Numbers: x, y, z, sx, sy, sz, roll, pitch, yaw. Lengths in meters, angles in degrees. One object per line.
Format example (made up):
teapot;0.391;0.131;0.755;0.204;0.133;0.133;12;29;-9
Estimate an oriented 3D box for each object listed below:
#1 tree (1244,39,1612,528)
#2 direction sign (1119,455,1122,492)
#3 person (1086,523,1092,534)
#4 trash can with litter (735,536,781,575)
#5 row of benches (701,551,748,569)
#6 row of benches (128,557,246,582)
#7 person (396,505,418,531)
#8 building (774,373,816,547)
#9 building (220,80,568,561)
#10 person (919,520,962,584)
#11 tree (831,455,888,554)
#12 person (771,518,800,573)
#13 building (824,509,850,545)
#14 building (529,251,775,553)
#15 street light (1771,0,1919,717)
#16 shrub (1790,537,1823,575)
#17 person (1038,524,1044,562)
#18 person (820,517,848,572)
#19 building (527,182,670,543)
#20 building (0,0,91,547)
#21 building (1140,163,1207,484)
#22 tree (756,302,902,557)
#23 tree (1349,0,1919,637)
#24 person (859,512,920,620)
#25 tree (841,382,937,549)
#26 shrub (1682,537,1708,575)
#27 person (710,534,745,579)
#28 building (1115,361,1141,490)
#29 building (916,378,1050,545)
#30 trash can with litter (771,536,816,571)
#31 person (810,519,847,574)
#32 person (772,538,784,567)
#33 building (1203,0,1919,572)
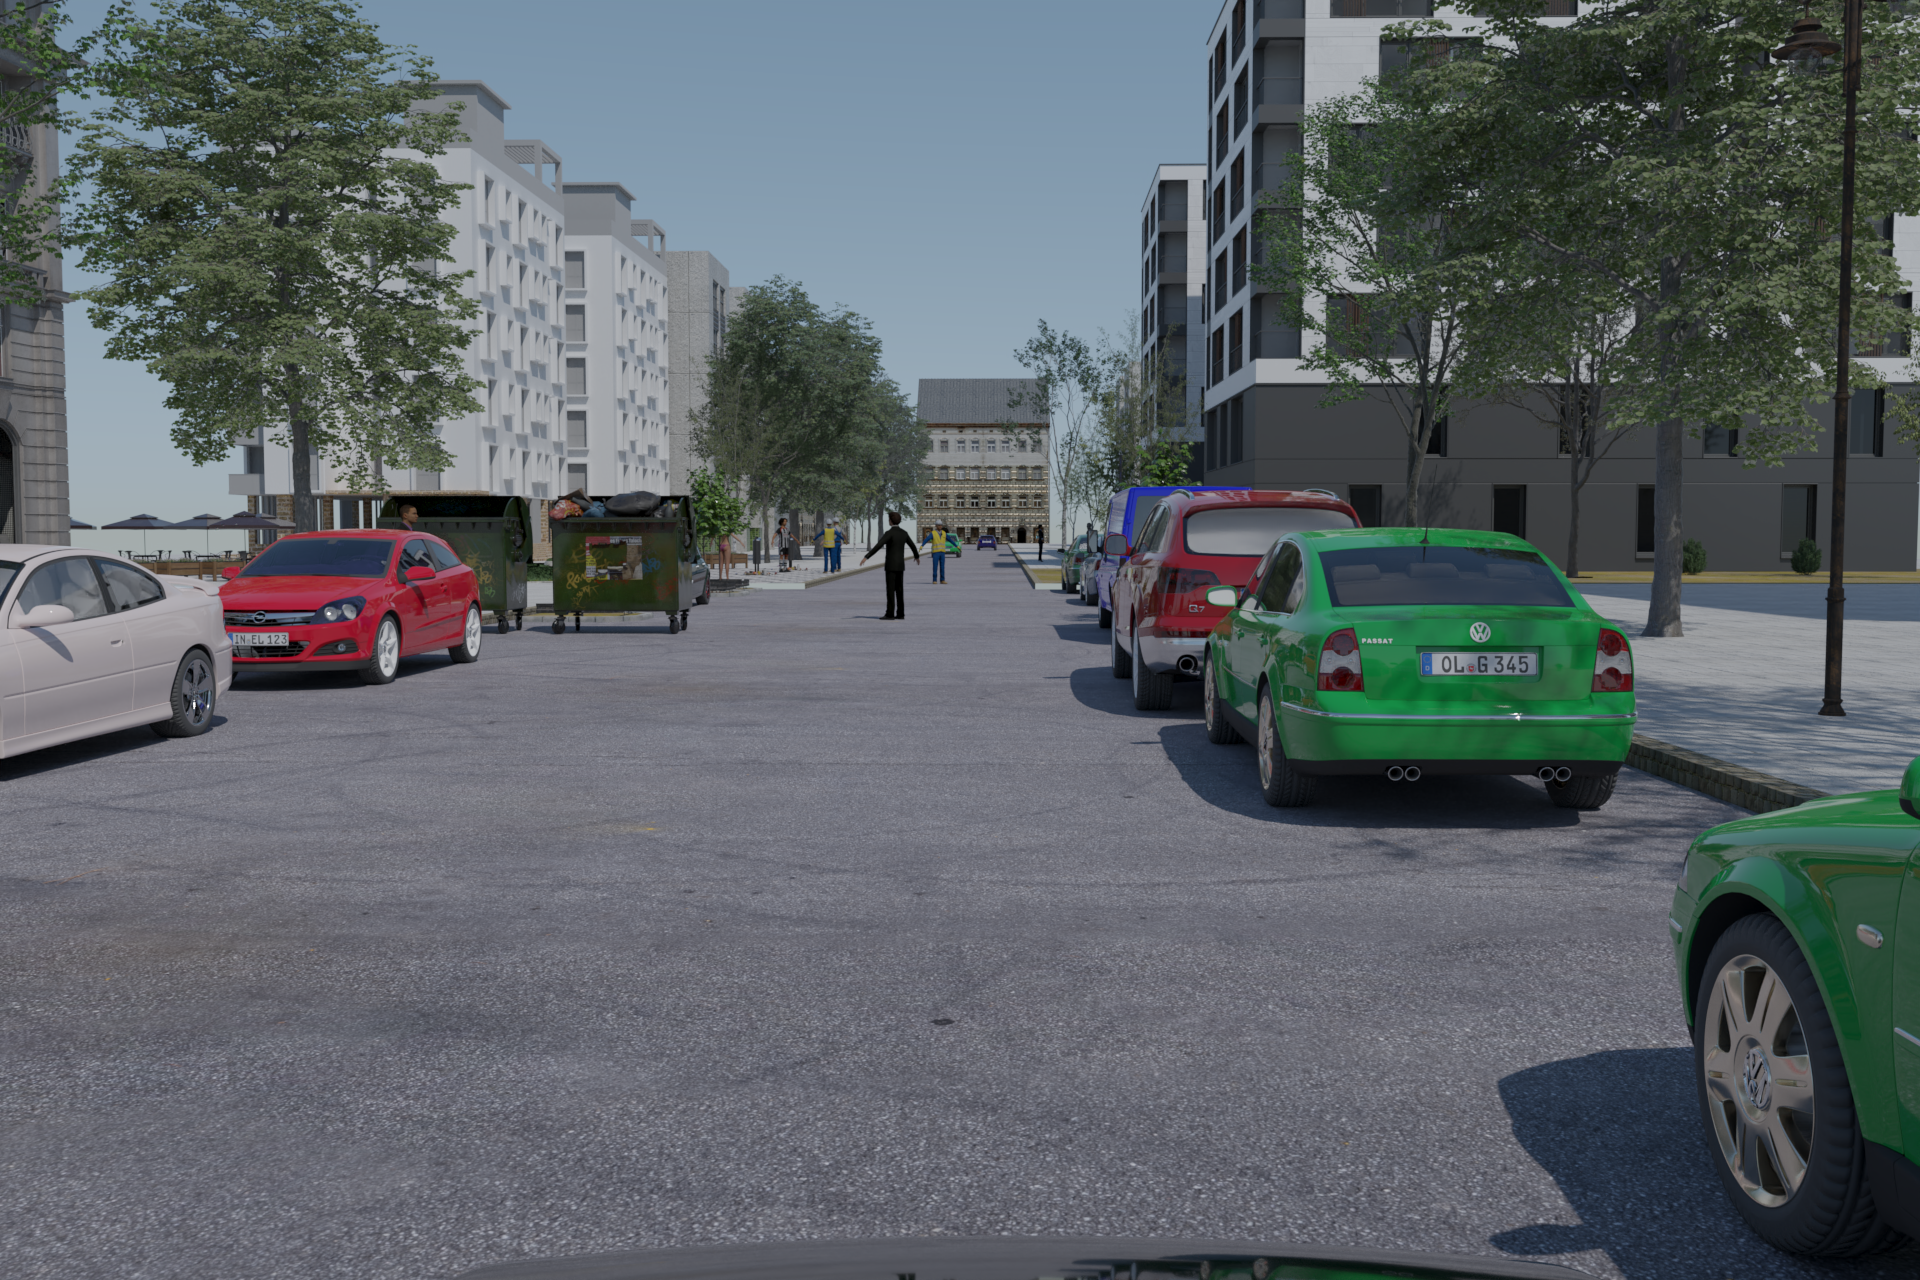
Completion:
tree;9.858;-6.803;36.990;9.928;11.665;9.643;0;3;0
direction sign;4.612;-3.538;49.842;0.379;3.537;0.876;0;4;1
person;5.961;-4.539;80.334;0.705;1.813;1.348;2;4;23
trash can with litter;-6.250;-2.670;54.706;1.678;1.210;2.233;0;4;3
row of benches;-9.107;-2.930;63.375;1.422;0.672;4.104;2;4;25
row of benches;-20.784;-1.859;45.853;1.422;0.672;4.104;2;4;26
person;-7.009;-0.821;22.106;0.704;1.802;1.346;0;4;-3
building;-25.193;-21.507;182.569;19.493;23.208;18.063;0;4;2
building;-24.862;-13.292;73.738;16.016;20.090;11.380;0;4;1
person;-0.595;-2.515;49.546;1.349;1.833;0.705;-2;4;-25
tree;-6.755;-9.853;111.461;4.737;8.622;4.395;0;3;0
person;-5.875;-3.166;57.906;0.704;1.843;1.345;3;4;38
building;-23.462;-23.130;209.107;19.493;23.208;18.063;0;4;2
building;-23.720;-15.771;124.307;16.747;18.905;31.486;0;4;1
street light;6.175;-2.403;12.083;0.468;5.910;1.993;0;4;1
shrub;26.529;-2.642;54.306;1.383;1.207;1.383;0;3;0
person;3.809;-4.489;80.115;0.721;1.740;1.216;0;4;1
person;-4.215;-3.232;58.704;0.705;1.847;1.347;3;4;37
building;-23.280;-14.566;94.566;16.016;20.090;11.380;0;4;1
building;-31.122;-11.981;36.546;13.314;22.015;24.055;0;4;2
building;25.444;-16.376;111.725;27.936;21.610;32.646;0;4;2
tree;-7.915;-11.613;96.533;9.857;13.997;8.962;0;3;0
tree;8.864;-6.339;21.771;7.486;12.596;7.792;0;3;0
person;-1.115;-1.242;28.950;0.705;1.806;1.347;3;5;44
tree;-6.739;-14.534;144.284;9.857;13.997;8.962;0;3;0
shrub;22.837;-2.626;54.046;1.383;1.207;1.383;0;3;0
person;-6.276;-2.432;46.564;1.217;1.733;0.721;2;4;33
building;25.961;-19.529;185.754;16.747;18.905;31.486;0;4;2
building;3.293;-25.045;242.871;18.063;23.208;19.493;0;4;1
trash can with litter;-5.882;-3.092;61.610;1.678;1.210;2.233;0;4;1
person;-4.275;-3.050;56.335;1.216;1.772;0.721;-1;4;-16
person;-7.103;-3.614;68.350;0.599;1.433;0.991;2;4;30
building;24.228;-14.103;74.554;27.936;21.610;32.646;0;4;1
